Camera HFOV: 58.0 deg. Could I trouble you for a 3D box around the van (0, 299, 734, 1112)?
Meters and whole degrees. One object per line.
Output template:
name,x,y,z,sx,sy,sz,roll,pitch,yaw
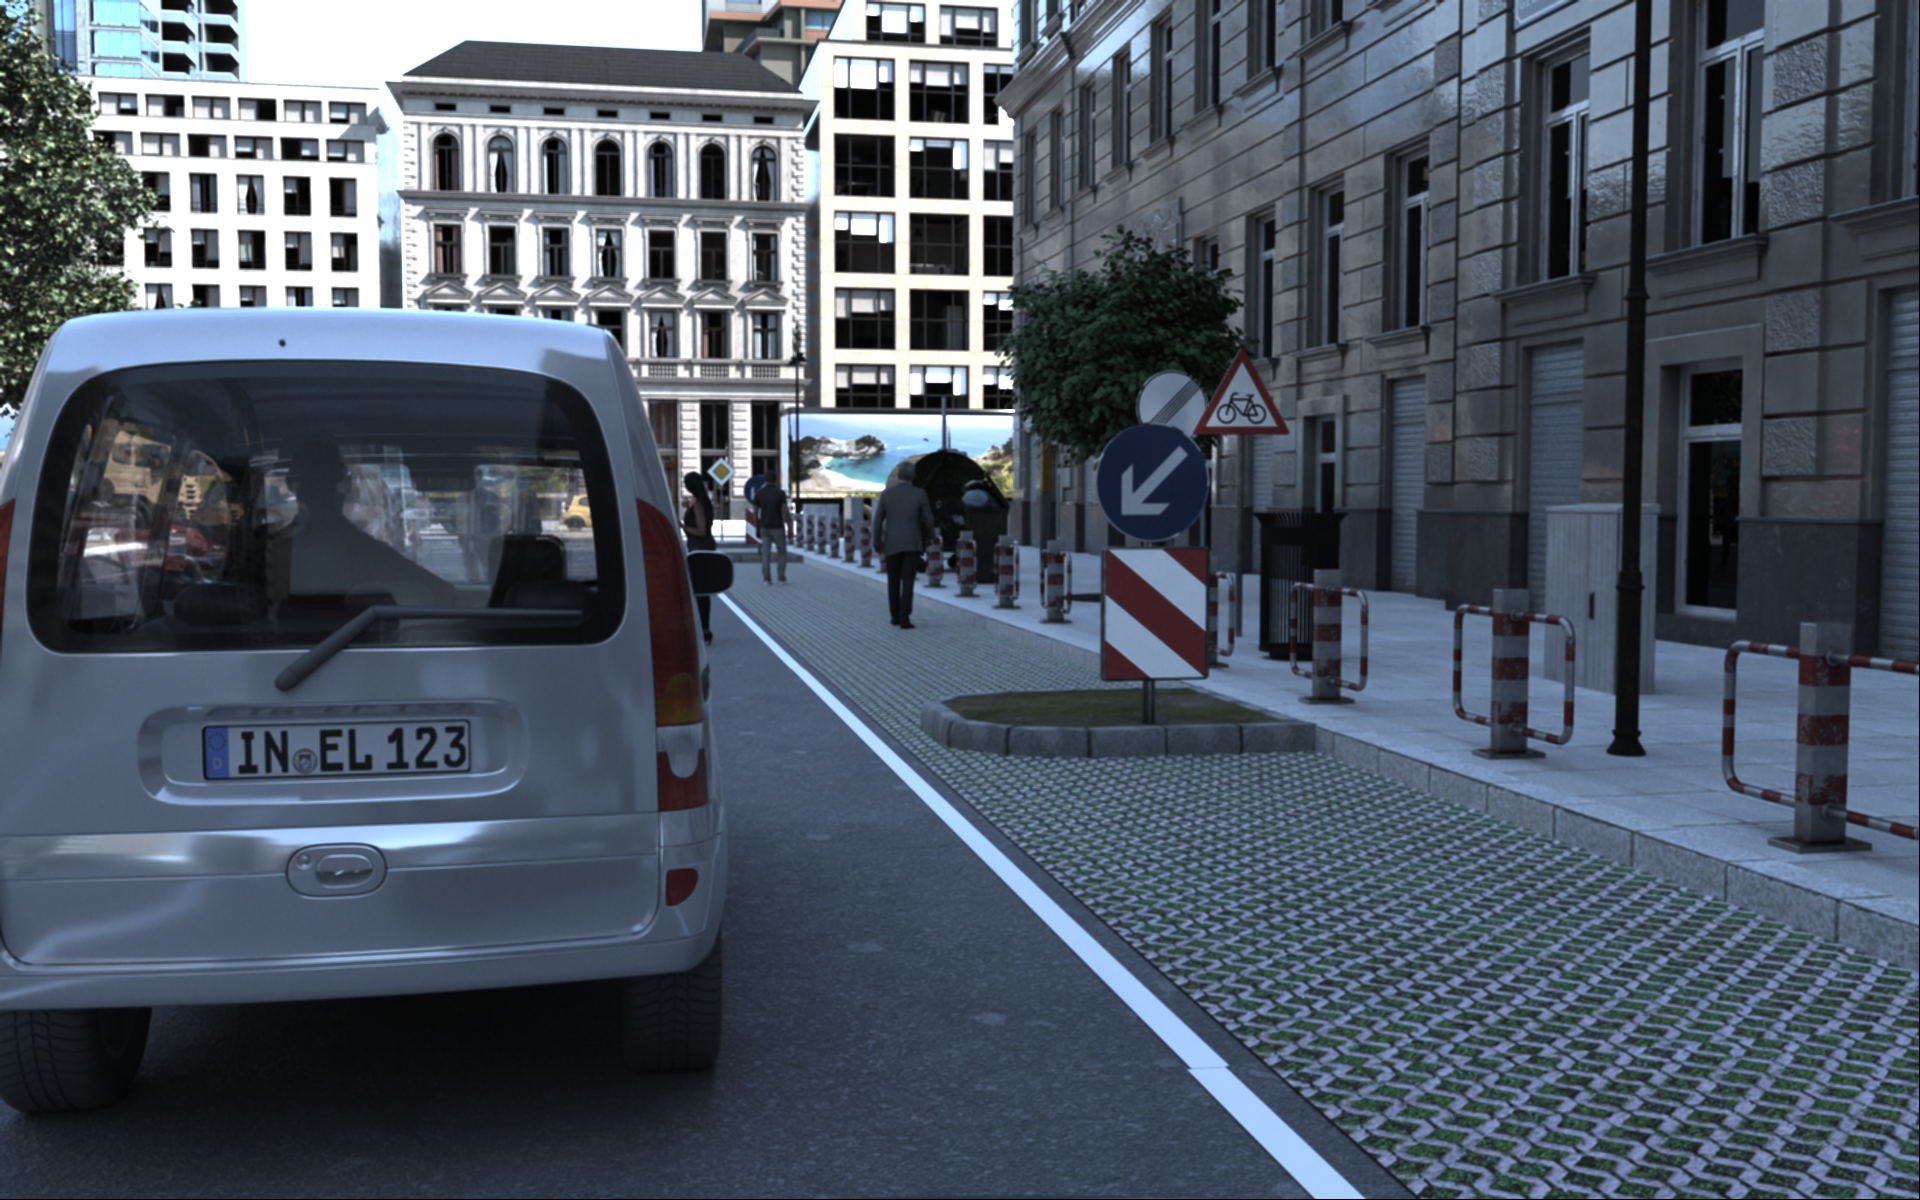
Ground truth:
van,-1.685,0.092,5.505,2.013,2.044,4.112,-1,4,-12

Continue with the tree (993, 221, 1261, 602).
tree,2.048,-2.286,21.086,4.285,4.588,4.351,0,3,0

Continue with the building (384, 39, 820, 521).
building,-17.537,-15.770,86.714,19.941,23.489,11.050,-1,4,-11

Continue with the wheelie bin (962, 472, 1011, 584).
wheelie bin,0.382,-1.039,24.902,0.693,1.594,0.980,0,4,2

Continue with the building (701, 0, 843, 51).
building,-17.288,-39.494,187.723,21.231,58.520,28.212,-1,4,-11

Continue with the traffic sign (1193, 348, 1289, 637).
traffic sign,2.508,-0.950,15.531,0.884,2.594,0.081,0,4,-8

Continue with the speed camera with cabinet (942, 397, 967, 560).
speed camera with cabinet,-0.199,-2.469,34.701,0.660,3.252,2.038,0,4,5

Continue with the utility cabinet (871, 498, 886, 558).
utility cabinet,-1.394,-1.419,34.357,0.306,1.237,1.020,-2,4,-33

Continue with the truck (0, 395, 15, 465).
truck,-27.396,-3.721,49.752,11.283,4.237,2.839,-1,4,-11

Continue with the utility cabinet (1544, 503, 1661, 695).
utility cabinet,4.247,-0.023,11.536,0.306,1.237,1.020,0,4,-6

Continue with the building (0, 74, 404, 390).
building,-36.117,-13.979,83.305,16.860,20.320,10.420,-1,4,-11

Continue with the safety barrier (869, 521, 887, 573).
safety barrier,-1.214,-0.848,28.138,0.300,0.817,1.120,-1,4,-11

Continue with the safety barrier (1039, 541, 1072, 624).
safety barrier,0.948,-0.179,17.208,0.300,0.817,1.120,-1,4,-11

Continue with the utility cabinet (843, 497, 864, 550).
utility cabinet,-2.465,-1.779,40.241,0.306,1.237,1.020,-1,4,-14

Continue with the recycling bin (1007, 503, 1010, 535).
recycling bin,1.095,-2.140,47.550,0.722,1.027,0.722,2,4,31

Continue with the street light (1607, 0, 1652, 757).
street light,3.289,-2.176,8.373,0.468,5.910,1.993,-1,4,-11

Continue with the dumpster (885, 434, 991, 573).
dumpster,-0.376,-1.615,28.892,1.502,2.255,1.985,-1,4,-11

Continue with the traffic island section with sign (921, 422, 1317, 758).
traffic island section with sign,0.816,-0.104,10.325,1.989,1.847,2.006,-1,4,-11

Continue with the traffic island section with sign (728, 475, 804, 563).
traffic island section with sign,-4.416,-1.721,36.770,1.989,1.847,2.006,-1,4,-11

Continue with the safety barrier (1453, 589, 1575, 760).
safety barrier,2.684,0.356,8.450,0.300,0.817,1.120,-1,4,-11

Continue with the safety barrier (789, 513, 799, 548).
safety barrier,-3.815,-1.651,41.266,0.300,0.817,1.120,-1,4,-11

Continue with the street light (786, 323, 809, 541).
street light,-4.401,-4.533,46.894,0.468,5.910,1.993,-1,4,-11

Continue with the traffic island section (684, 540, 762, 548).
traffic island section,-6.434,-1.510,46.977,2.009,0.180,2.903,-1,4,-11

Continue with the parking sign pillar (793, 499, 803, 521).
parking sign pillar,-7.432,-5.700,81.675,1.447,3.967,1.447,1,4,19

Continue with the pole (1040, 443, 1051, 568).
pole,1.479,-2.207,29.934,0.158,3.312,0.155,0,3,0

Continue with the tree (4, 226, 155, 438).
tree,-21.875,-5.479,42.398,4.360,8.622,3.978,0,3,0

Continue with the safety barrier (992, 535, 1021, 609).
safety barrier,0.518,-0.313,19.392,0.300,0.817,1.120,-1,4,-11

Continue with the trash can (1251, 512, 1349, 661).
trash can,2.643,-0.112,13.491,0.748,1.137,0.748,0,3,0

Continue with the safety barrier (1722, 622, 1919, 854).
safety barrier,3.119,0.490,6.261,0.300,0.817,1.120,-1,4,-11

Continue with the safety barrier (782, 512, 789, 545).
safety barrier,-4.246,-1.784,43.449,0.300,0.817,1.120,-1,4,-11

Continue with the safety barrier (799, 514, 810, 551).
safety barrier,-3.376,-1.517,39.071,0.300,0.817,1.120,-1,4,-11

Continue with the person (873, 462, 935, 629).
person,-0.597,-0.594,18.617,0.661,1.777,0.834,0,4,1

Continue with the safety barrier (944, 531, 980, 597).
safety barrier,0.083,-0.447,21.588,0.300,0.817,1.120,-1,4,-11

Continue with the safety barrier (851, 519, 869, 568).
safety barrier,-1.647,-0.982,30.328,0.300,0.817,1.120,-1,4,-11

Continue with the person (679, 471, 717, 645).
person,-2.541,-0.396,16.445,0.415,1.643,0.593,-3,5,-41

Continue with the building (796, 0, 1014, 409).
building,8.016,-17.882,96.882,34.151,26.468,19.350,-1,4,-11

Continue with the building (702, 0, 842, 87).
building,-12.424,-30.887,159.625,22.147,44.769,28.867,-1,4,-11

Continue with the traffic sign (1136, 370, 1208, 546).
traffic sign,2.172,-1.087,17.876,0.768,2.556,0.104,-1,4,-10

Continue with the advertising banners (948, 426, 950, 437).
advertising banners,-0.355,-3.006,45.333,0.090,3.025,2.074,0,4,-4

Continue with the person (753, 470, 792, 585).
person,-2.922,-1.133,27.153,0.598,1.807,0.434,1,4,21

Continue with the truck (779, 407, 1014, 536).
truck,-0.276,-4.229,58.050,11.283,4.237,2.839,-1,4,-12

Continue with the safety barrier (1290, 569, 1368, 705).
safety barrier,2.254,0.223,10.633,0.300,0.817,1.120,-1,4,-11

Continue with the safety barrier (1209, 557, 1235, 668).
safety barrier,1.822,0.089,12.818,0.300,0.817,1.120,-1,4,-11

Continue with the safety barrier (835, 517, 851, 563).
safety barrier,-2.077,-1.115,32.512,0.300,0.817,1.120,-1,4,-11

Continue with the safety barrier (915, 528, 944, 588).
safety barrier,-0.350,-0.581,23.771,0.300,0.817,1.120,-1,4,-11

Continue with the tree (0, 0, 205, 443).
tree,-20.161,-7.009,34.068,9.611,12.733,9.660,0,3,0

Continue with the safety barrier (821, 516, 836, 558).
safety barrier,-2.513,-1.249,34.697,0.300,0.817,1.120,-1,4,-11

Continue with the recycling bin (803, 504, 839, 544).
recycling bin,-3.585,-1.964,44.673,0.722,1.027,0.722,2,4,24

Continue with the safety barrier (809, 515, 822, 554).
safety barrier,-2.947,-1.383,36.887,0.300,0.817,1.120,-1,4,-11

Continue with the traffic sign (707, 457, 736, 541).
traffic sign,-6.456,-2.645,46.895,0.795,2.450,0.064,-1,4,-11

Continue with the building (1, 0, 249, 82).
building,-72.319,-50.961,145.886,22.319,86.520,31.000,-1,4,-11

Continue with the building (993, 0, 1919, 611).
building,9.140,-14.382,32.413,12.463,27.353,25.104,-1,4,-11

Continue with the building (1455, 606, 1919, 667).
building,13.244,-12.861,7.535,12.463,27.353,25.104,-1,4,-11
